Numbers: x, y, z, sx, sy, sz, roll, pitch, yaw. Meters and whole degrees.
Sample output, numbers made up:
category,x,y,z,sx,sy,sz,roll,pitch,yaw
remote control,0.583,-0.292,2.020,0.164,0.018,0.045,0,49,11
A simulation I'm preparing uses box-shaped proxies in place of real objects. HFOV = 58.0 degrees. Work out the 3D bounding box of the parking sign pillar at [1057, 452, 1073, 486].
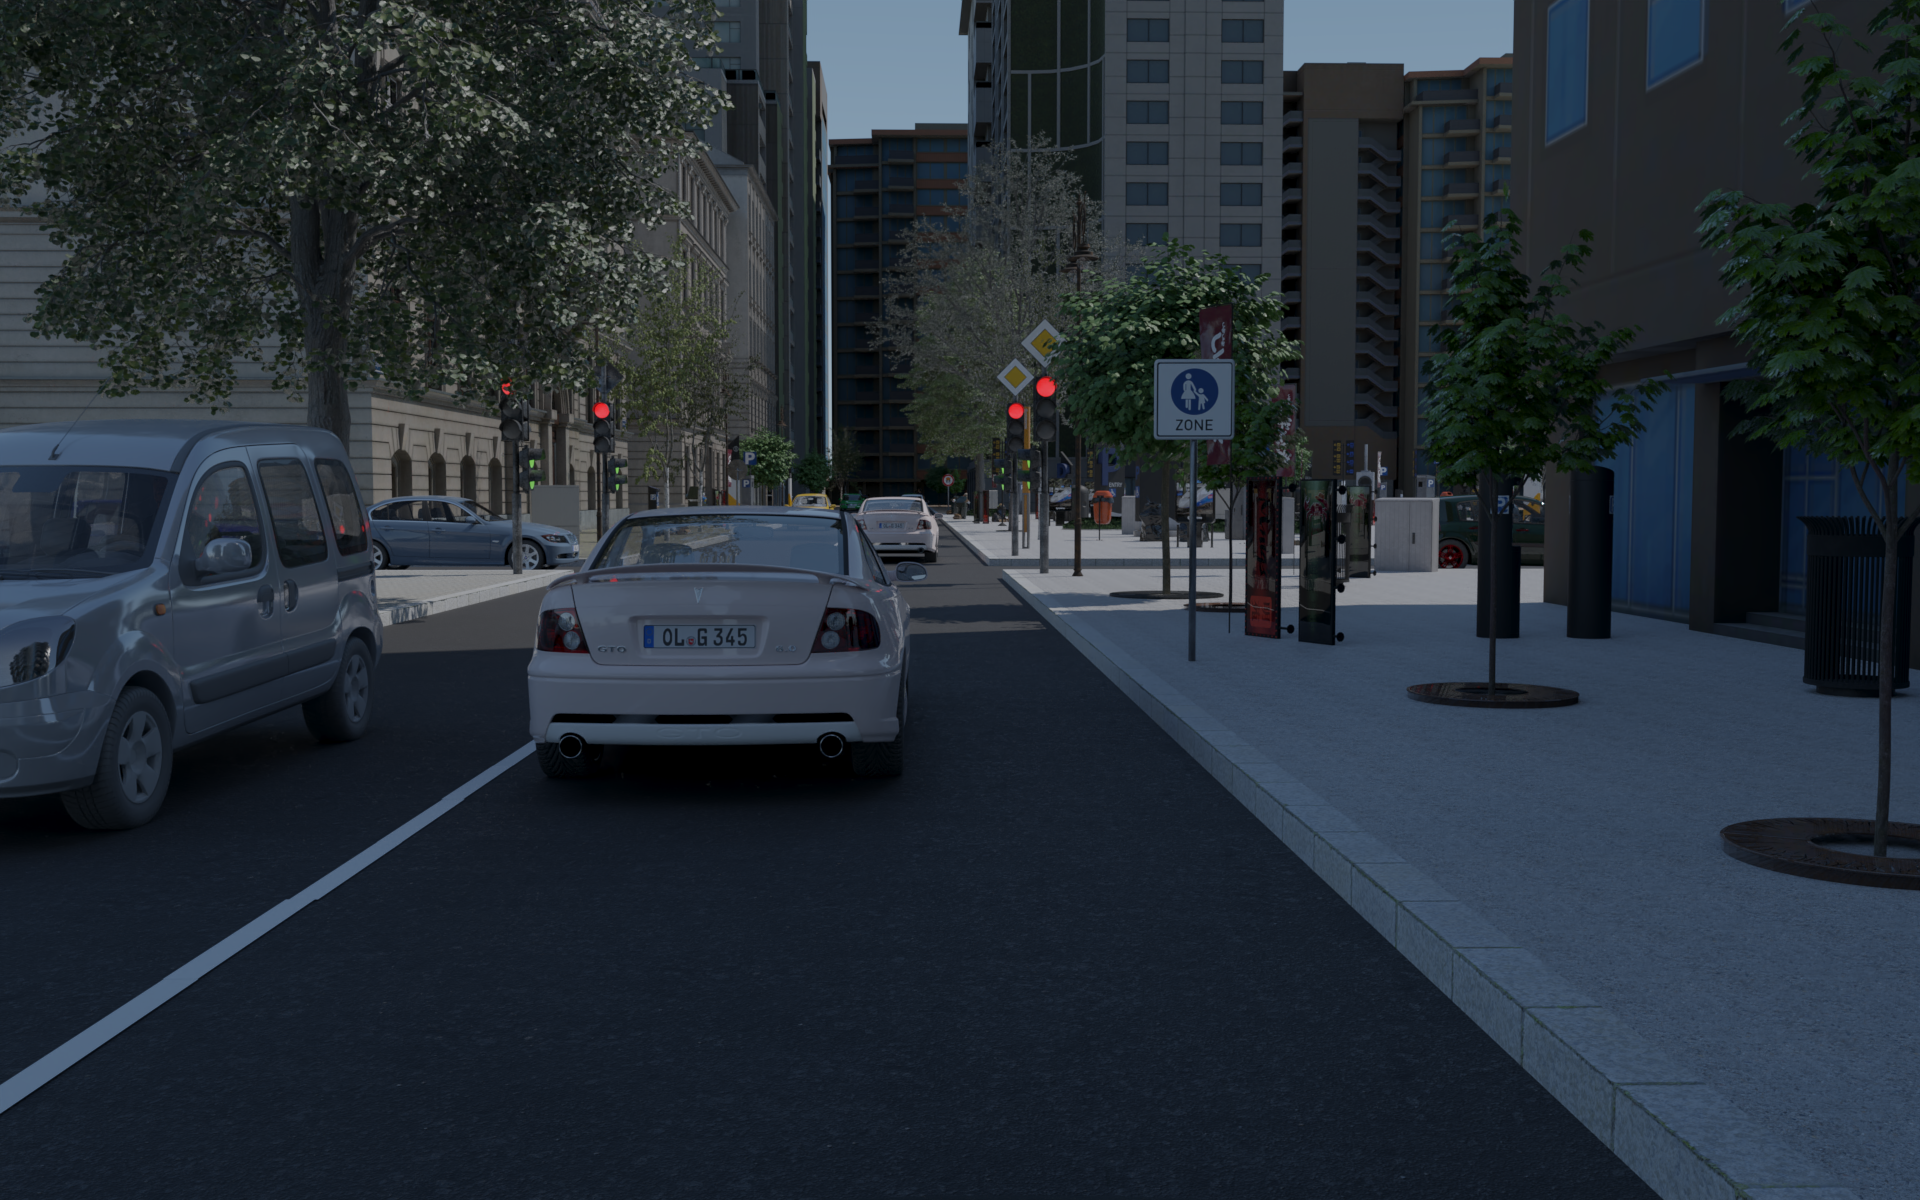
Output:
category,x,y,z,sx,sy,sz,roll,pitch,yaw
parking sign pillar,6.628,-7.392,109.337,1.447,3.967,1.447,-2,4,-28

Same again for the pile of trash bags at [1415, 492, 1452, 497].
category,x,y,z,sx,sy,sz,roll,pitch,yaw
pile of trash bags,20.052,-3.966,74.590,3.447,1.369,1.912,-3,4,-38

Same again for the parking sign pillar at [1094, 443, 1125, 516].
category,x,y,z,sx,sy,sz,roll,pitch,yaw
parking sign pillar,6.301,-5.165,72.921,1.447,3.967,1.447,-2,4,-33

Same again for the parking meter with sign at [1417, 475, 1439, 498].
category,x,y,z,sx,sy,sz,roll,pitch,yaw
parking meter with sign,18.612,-4.459,69.162,0.543,3.016,1.738,-1,4,-20

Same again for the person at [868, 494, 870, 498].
category,x,y,z,sx,sy,sz,roll,pitch,yaw
person,-9.353,-10.112,177.087,0.557,1.426,1.065,2,4,23

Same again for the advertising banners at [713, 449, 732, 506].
category,x,y,z,sx,sy,sz,roll,pitch,yaw
advertising banners,-9.131,-4.319,66.804,0.090,3.025,2.074,1,4,12

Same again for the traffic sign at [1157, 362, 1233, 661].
category,x,y,z,sx,sy,sz,roll,pitch,yaw
traffic sign,1.781,-0.679,13.238,0.606,2.300,0.079,0,4,2

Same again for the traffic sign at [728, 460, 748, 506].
category,x,y,z,sx,sy,sz,roll,pitch,yaw
traffic sign,-8.215,-3.900,63.867,0.768,2.556,0.104,0,4,1

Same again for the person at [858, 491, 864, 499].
category,x,y,z,sx,sy,sz,roll,pitch,yaw
person,-8.756,-8.617,150.120,1.217,1.736,0.721,3,5,40

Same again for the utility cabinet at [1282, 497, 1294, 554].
category,x,y,z,sx,sy,sz,roll,pitch,yaw
utility cabinet,6.907,-1.616,37.583,0.306,1.237,1.020,-1,4,-16

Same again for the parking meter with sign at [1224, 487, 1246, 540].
category,x,y,z,sx,sy,sz,roll,pitch,yaw
parking meter with sign,7.976,-3.194,48.489,0.543,3.016,1.738,-1,4,-20

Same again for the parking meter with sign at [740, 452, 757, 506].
category,x,y,z,sx,sy,sz,roll,pitch,yaw
parking meter with sign,-8.670,-4.540,70.493,0.543,3.016,1.738,0,4,2

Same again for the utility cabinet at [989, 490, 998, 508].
category,x,y,z,sx,sy,sz,roll,pitch,yaw
utility cabinet,1.655,-5.820,103.834,1.173,1.500,0.318,0,4,-7

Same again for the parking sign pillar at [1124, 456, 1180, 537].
category,x,y,z,sx,sy,sz,roll,pitch,yaw
parking sign pillar,5.967,-3.900,52.231,1.447,3.967,1.447,-1,4,-13

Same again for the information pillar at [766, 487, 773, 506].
category,x,y,z,sx,sy,sz,roll,pitch,yaw
information pillar,-9.331,-4.910,84.770,0.304,2.012,0.304,-1,4,-16

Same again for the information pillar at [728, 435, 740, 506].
category,x,y,z,sx,sy,sz,roll,pitch,yaw
information pillar,-8.938,-4.720,68.522,0.504,3.616,0.183,-2,4,-30

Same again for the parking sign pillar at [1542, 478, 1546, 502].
category,x,y,z,sx,sy,sz,roll,pitch,yaw
parking sign pillar,30.541,-6.144,88.924,1.447,3.967,1.447,-3,5,-42

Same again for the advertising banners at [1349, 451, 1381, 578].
category,x,y,z,sx,sy,sz,roll,pitch,yaw
advertising banners,5.636,-1.886,27.019,0.090,3.025,2.074,-3,5,-40

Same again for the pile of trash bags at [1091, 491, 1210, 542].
category,x,y,z,sx,sy,sz,roll,pitch,yaw
pile of trash bags,5.236,-2.310,47.518,3.447,1.369,1.912,2,4,24

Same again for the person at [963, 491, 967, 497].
category,x,y,z,sx,sy,sz,roll,pitch,yaw
person,0.635,-11.154,190.865,0.705,1.824,1.348,3,5,44

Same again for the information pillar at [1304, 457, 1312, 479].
category,x,y,z,sx,sy,sz,roll,pitch,yaw
information pillar,21.883,-7.184,108.816,0.504,3.616,0.183,-1,4,-12

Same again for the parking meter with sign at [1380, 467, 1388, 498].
category,x,y,z,sx,sy,sz,roll,pitch,yaw
parking meter with sign,26.950,-6.982,110.417,0.543,3.016,1.738,1,4,14

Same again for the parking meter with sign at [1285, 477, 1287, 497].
category,x,y,z,sx,sy,sz,roll,pitch,yaw
parking meter with sign,12.372,-4.517,70.110,1.738,3.016,0.543,1,4,23

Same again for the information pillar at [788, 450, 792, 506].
category,x,y,z,sx,sy,sz,roll,pitch,yaw
information pillar,-8.959,-6.112,91.287,0.183,3.616,0.504,0,4,5

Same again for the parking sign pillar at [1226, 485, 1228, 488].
category,x,y,z,sx,sy,sz,roll,pitch,yaw
parking sign pillar,13.352,-6.249,90.642,1.447,3.967,1.447,-1,4,-12

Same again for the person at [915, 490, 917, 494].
category,x,y,z,sx,sy,sz,roll,pitch,yaw
person,-4.491,-10.415,178.802,0.705,1.822,1.348,-1,4,-19

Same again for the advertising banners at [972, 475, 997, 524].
category,x,y,z,sx,sy,sz,roll,pitch,yaw
advertising banners,1.102,-4.796,74.595,0.090,3.025,2.074,-2,4,-31

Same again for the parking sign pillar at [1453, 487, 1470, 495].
category,x,y,z,sx,sy,sz,roll,pitch,yaw
parking sign pillar,31.984,-7.460,110.439,1.447,3.967,1.447,-1,4,-15

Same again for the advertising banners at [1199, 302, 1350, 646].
category,x,y,z,sx,sy,sz,roll,pitch,yaw
advertising banners,2.725,-1.176,15.418,0.090,3.025,2.074,-2,4,-27

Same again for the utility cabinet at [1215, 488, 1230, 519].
category,x,y,z,sx,sy,sz,roll,pitch,yaw
utility cabinet,10.280,-3.653,68.409,1.173,1.500,0.318,3,4,36

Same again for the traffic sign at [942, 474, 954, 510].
category,x,y,z,sx,sy,sz,roll,pitch,yaw
traffic sign,-0.752,-6.803,111.327,0.768,2.556,0.104,0,4,4

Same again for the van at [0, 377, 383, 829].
category,x,y,z,sx,sy,sz,roll,pitch,yaw
van,-4.324,-0.104,8.712,2.013,2.044,4.112,0,4,0

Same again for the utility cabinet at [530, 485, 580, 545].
category,x,y,z,sx,sy,sz,roll,pitch,yaw
utility cabinet,-10.116,-2.113,43.224,1.173,1.500,0.318,-1,4,-22

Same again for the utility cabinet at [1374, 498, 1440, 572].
category,x,y,z,sx,sy,sz,roll,pitch,yaw
utility cabinet,7.419,-1.079,28.801,1.020,1.237,0.306,3,4,39

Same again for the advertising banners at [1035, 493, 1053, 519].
category,x,y,z,sx,sy,sz,roll,pitch,yaw
advertising banners,4.050,-5.627,88.193,2.074,3.025,0.090,3,5,43

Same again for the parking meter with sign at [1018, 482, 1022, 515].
category,x,y,z,sx,sy,sz,roll,pitch,yaw
parking meter with sign,3.680,-6.807,107.553,0.543,3.016,1.738,-2,4,-32

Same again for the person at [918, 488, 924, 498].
category,x,y,z,sx,sy,sz,roll,pitch,yaw
person,-2.632,-6.377,112.784,0.705,1.822,1.348,2,4,31

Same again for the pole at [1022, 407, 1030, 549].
category,x,y,z,sx,sy,sz,roll,pitch,yaw
pole,1.551,-2.858,40.577,0.158,3.312,0.155,0,3,0

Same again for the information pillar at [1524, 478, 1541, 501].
category,x,y,z,sx,sy,sz,roll,pitch,yaw
information pillar,13.931,-3.109,42.183,0.183,3.616,0.504,-2,4,-26

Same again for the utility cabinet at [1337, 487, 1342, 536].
category,x,y,z,sx,sy,sz,roll,pitch,yaw
utility cabinet,10.995,-2.620,51.513,0.318,1.500,1.173,-1,4,-10

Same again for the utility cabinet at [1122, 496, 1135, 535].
category,x,y,z,sx,sy,sz,roll,pitch,yaw
utility cabinet,5.651,-2.676,54.911,1.020,1.237,0.306,1,4,23
